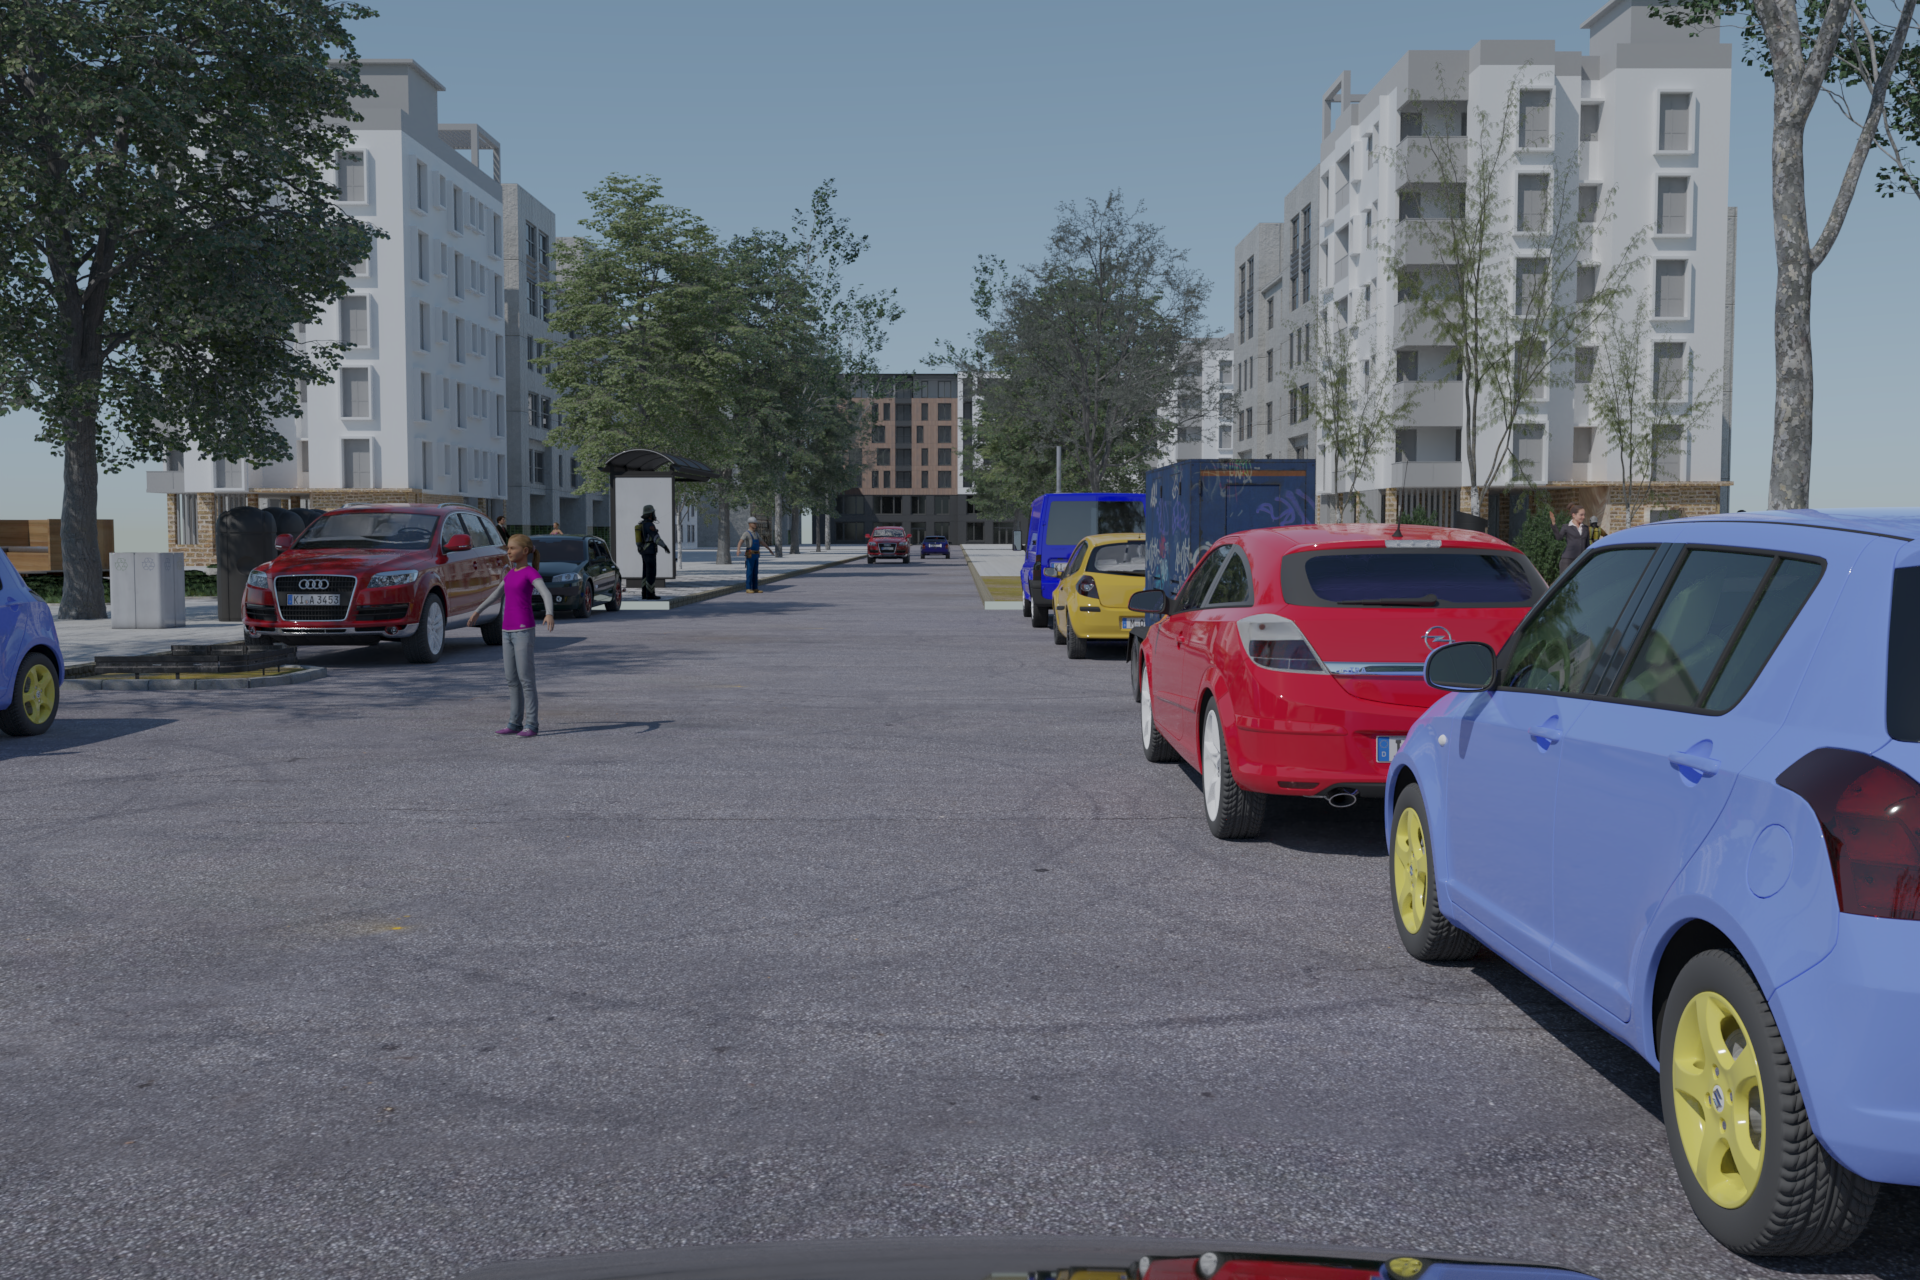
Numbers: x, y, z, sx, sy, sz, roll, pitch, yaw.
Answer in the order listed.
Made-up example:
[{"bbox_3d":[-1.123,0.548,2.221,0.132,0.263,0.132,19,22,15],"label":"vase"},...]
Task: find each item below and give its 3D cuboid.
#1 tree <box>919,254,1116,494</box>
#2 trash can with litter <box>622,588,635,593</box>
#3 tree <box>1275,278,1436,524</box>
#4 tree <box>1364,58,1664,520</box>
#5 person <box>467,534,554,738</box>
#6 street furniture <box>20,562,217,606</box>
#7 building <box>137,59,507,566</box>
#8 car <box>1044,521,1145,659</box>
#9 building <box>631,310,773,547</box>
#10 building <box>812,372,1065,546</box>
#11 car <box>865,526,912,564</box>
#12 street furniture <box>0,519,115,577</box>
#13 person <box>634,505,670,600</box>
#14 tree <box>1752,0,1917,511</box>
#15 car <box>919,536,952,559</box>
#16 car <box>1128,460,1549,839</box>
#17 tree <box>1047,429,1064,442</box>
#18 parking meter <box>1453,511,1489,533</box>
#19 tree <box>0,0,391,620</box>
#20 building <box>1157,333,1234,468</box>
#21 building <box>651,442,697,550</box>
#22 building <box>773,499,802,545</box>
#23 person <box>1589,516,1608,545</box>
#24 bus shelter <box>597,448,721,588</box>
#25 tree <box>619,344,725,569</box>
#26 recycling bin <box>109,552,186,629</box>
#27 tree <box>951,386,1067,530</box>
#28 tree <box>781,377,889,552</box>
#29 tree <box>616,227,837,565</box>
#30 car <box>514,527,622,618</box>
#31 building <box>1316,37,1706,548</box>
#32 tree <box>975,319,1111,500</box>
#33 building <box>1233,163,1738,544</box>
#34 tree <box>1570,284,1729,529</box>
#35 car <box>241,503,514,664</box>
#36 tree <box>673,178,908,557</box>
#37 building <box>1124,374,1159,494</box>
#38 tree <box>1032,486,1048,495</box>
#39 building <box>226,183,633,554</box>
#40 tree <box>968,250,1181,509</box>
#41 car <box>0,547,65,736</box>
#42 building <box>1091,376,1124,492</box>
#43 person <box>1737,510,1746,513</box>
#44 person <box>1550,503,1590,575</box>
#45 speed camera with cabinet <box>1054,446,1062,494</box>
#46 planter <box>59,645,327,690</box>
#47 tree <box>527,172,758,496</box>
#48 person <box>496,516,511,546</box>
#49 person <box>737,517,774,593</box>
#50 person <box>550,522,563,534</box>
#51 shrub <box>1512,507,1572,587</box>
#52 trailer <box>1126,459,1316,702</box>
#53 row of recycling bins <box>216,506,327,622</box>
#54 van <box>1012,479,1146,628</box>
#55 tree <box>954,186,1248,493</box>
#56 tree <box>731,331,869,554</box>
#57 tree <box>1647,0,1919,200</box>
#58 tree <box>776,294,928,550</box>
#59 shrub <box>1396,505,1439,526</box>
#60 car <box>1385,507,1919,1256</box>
[{"bbox_3d":[3.896,-16.058,118.440,12.611,20.169,13.585,0,3,0],"label":"tree"},{"bbox_3d":[-7.862,-1.663,38.250,1.678,1.210,2.233,0,4,0],"label":"trash can with litter"},{"bbox_3d":[10.896,-6.132,50.625,4.360,8.622,3.978,0,3,0],"label":"tree"},{"bbox_3d":[8.097,-4.729,27.684,4.360,8.622,3.978,0,3,0],"label":"tree"},{"bbox_3d":[-3.162,-0.032,12.240,0.991,1.433,0.599,3,5,41],"label":"person"},{"bbox_3d":[-16.188,-1.261,36.249,5.734,0.657,10.072,1,4,23],"label":"street furniture"},{"bbox_3d":[-26.825,-13.089,70.429,16.016,20.090,11.380,0,4,0],"label":"building"},{"bbox_3d":[2.065,-0.676,21.274,2.015,1.641,3.980,0,4,0],"label":"car"},{"bbox_3d":[-29.546,-21.193,177.435,19.493,23.208,18.063,0,4,0],"label":"building"},{"bbox_3d":[-2.561,-23.415,229.264,32.646,21.610,27.936,0,4,0],"label":"building"},{"bbox_3d":[-3.506,-4.702,85.558,2.281,1.827,5.304,0,4,-1],"label":"car"},{"bbox_3d":[-28.609,-2.829,53.109,11.010,1.723,9.812,3,4,38],"label":"street furniture"},{"bbox_3d":[-6.070,-1.723,33.950,0.705,1.856,1.354,-2,4,-35],"label":"person"},{"bbox_3d":[7.919,-9.793,16.007,12.611,20.169,13.585,0,3,0],"label":"tree"},{"bbox_3d":[-1.440,-5.402,100.899,1.945,1.354,3.894,0,4,-1],"label":"car"},{"bbox_3d":[2.058,-0.036,9.628,2.155,1.783,4.494,0,4,0],"label":"car"},{"bbox_3d":[5.516,-9.571,106.851,4.737,8.622,4.395,0,3,0],"label":"tree"},{"bbox_3d":[5.550,-0.638,18.844,0.372,1.533,0.369,0,3,0],"label":"parking meter"},{"bbox_3d":[-13.269,-7.300,26.004,9.857,13.997,8.962,0,3,0],"label":"tree"},{"bbox_3d":[23.849,-18.787,163.581,16.016,20.090,11.380,0,4,0],"label":"building"},{"bbox_3d":[-27.658,-12.902,153.103,9.099,9.664,28.070,0,4,0],"label":"building"},{"bbox_3d":[-28.621,-20.594,203.170,16.747,18.905,31.486,0,4,1],"label":"building"},{"bbox_3d":[20.085,-3.009,54.965,1.354,1.858,0.705,0,4,-2],"label":"person"},{"bbox_3d":[-7.478,-3.041,43.648,2.014,3.302,5.546,0,4,2],"label":"bus shelter"},{"bbox_3d":[-10.229,-6.910,63.339,4.360,8.622,3.978,0,3,0],"label":"tree"},{"bbox_3d":[-11.110,-0.682,23.700,0.722,1.027,0.722,0,4,0],"label":"recycling bin"},{"bbox_3d":[4.432,-14.194,138.731,9.857,13.997,8.962,0,3,0],"label":"tree"},{"bbox_3d":[-10.168,-13.028,123.375,12.009,13.543,11.850,0,3,0],"label":"tree"},{"bbox_3d":[-10.064,-10.160,72.777,9.857,13.997,8.962,0,3,0],"label":"tree"},{"bbox_3d":[-7.173,-1.281,30.732,2.009,1.686,4.222,0,4,0],"label":"car"},{"bbox_3d":[20.303,-13.201,72.248,16.016,20.090,11.380,0,3,0],"label":"building"},{"bbox_3d":[4.659,-10.551,90.637,7.486,12.596,7.792,0,3,0],"label":"tree"},{"bbox_3d":[25.379,-13.760,91.441,16.747,18.905,31.486,0,4,0],"label":"building"},{"bbox_3d":[19.783,-6.183,51.450,4.360,8.622,3.978,0,3,0],"label":"tree"},{"bbox_3d":[-6.824,-0.745,20.855,2.281,1.827,5.304,0,3,0],"label":"car"},{"bbox_3d":[-9.322,-14.509,93.110,12.611,20.169,13.585,0,3,0],"label":"tree"},{"bbox_3d":[22.372,-19.911,181.963,16.016,20.090,11.380,0,4,0],"label":"building"},{"bbox_3d":[4.492,-9.196,100.715,4.360,8.622,3.978,0,3,0],"label":"tree"},{"bbox_3d":[-30.732,-14.489,103.358,16.747,18.905,31.486,0,4,0],"label":"building"},{"bbox_3d":[5.378,-10.475,77.921,9.857,13.997,8.962,0,3,0],"label":"tree"},{"bbox_3d":[-7.378,-0.088,11.031,1.945,1.707,3.694,0,3,0],"label":"car"},{"bbox_3d":[22.982,-20.498,201.598,16.747,18.905,31.486,0,4,0],"label":"building"},{"bbox_3d":[14.556,-1.568,32.446,1.217,1.737,0.721,-1,4,-13],"label":"person"},{"bbox_3d":[8.623,-1.074,24.410,0.742,1.727,0.445,-3,5,-43],"label":"person"},{"bbox_3d":[2.436,-2.695,38.407,0.660,3.252,2.038,0,4,-2],"label":"speed camera with cabinet"},{"bbox_3d":[-7.349,0.259,16.902,1.991,0.319,1.994,0,4,0],"label":"planter"},{"bbox_3d":[-10.067,-8.385,55.220,7.486,12.596,7.792,0,3,0],"label":"tree"},{"bbox_3d":[-13.223,-2.682,50.030,0.705,1.806,1.347,1,4,19],"label":"person"},{"bbox_3d":[-5.001,-2.054,41.904,0.705,1.847,1.347,2,4,33],"label":"person"},{"bbox_3d":[-15.614,-3.666,66.735,1.217,1.733,0.721,2,4,29],"label":"person"},{"bbox_3d":[13.666,-2.194,40.289,1.690,2.028,1.600,0,3,0],"label":"shrub"},{"bbox_3d":[2.184,-0.493,15.113,1.471,1.999,3.904,0,4,-1],"label":"trailer"},{"bbox_3d":[-10.501,-1.215,26.986,1.069,1.692,3.534,0,4,0],"label":"row of recycling bins"},{"bbox_3d":[2.021,-1.453,28.147,2.240,2.365,5.245,0,4,0],"label":"van"},{"bbox_3d":[4.919,-9.270,61.941,12.009,13.543,11.850,0,3,0],"label":"tree"},{"bbox_3d":[-10.553,-12.467,110.497,9.857,13.997,8.962,0,3,0],"label":"tree"},{"bbox_3d":[22.157,-11.229,39.479,12.611,20.169,13.585,0,3,0],"label":"tree"},{"bbox_3d":[-9.449,-17.160,136.448,12.611,20.169,13.585,0,3,0],"label":"tree"},{"bbox_3d":[11.784,-2.487,44.696,1.661,2.075,1.752,0,3,0],"label":"shrub"},{"bbox_3d":[2.344,0.297,4.743,1.945,1.707,3.694,0,3,0],"label":"car"}]
